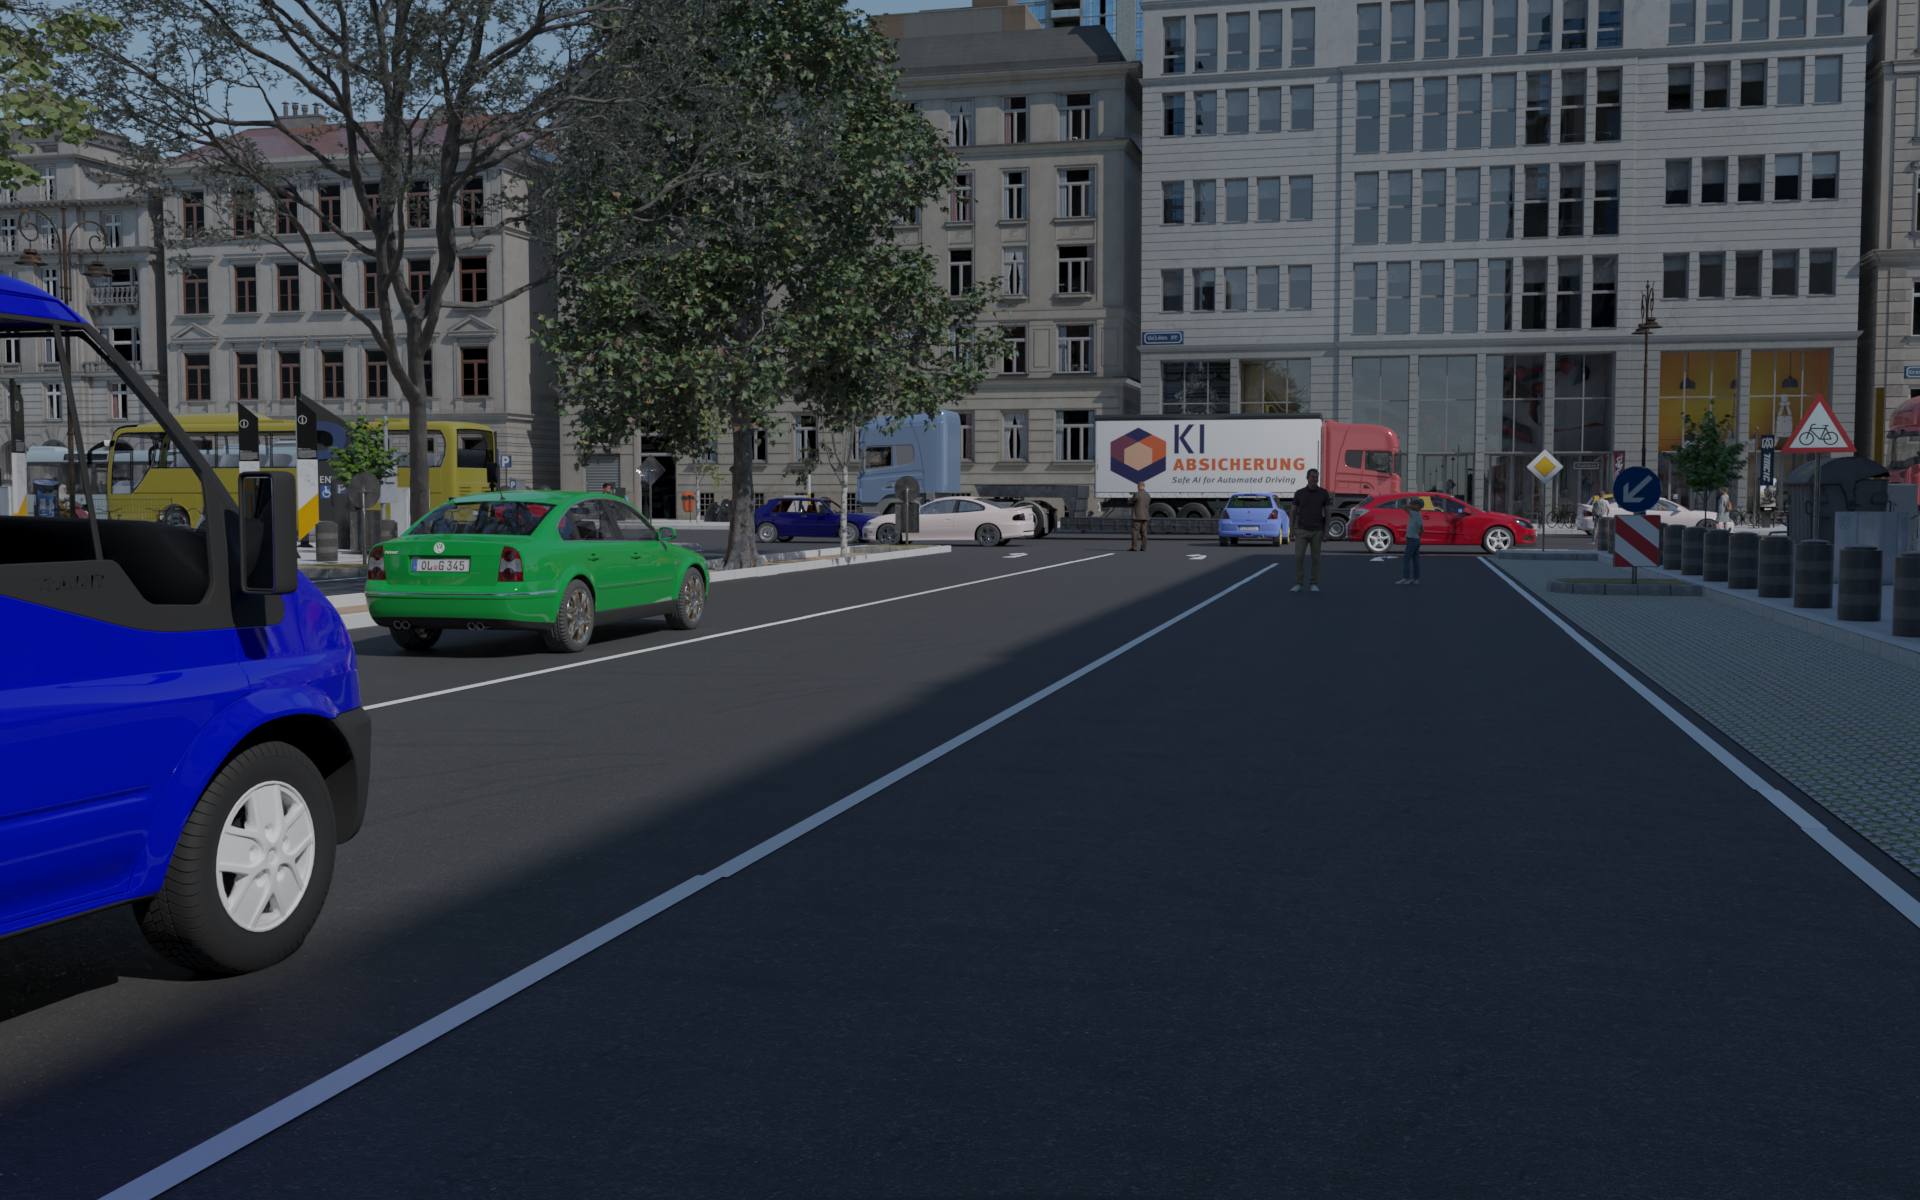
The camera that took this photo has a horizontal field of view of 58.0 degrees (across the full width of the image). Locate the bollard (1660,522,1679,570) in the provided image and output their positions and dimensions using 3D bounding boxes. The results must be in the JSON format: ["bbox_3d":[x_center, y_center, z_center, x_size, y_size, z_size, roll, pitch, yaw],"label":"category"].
[{"bbox_3d":[12.156,-0.898,29.396,0.404,0.777,0.398,0,3,0],"label":"bollard"}]

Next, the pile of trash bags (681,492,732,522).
[{"bbox_3d":[-11.149,-4.262,79.442,3.447,1.369,1.912,-2,4,-31],"label":"pile of trash bags"}]

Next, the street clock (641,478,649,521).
[{"bbox_3d":[-13.642,-4.321,75.217,0.358,2.002,0.471,-3,5,-41],"label":"street clock"}]

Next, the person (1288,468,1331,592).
[{"bbox_3d":[5.117,-1.025,25.392,0.598,1.807,0.434,2,4,23],"label":"person"}]

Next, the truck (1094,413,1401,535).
[{"bbox_3d":[10.476,-4.425,61.260,11.283,4.237,2.839,1,4,13],"label":"truck"}]

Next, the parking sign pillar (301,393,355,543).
[{"bbox_3d":[-16.896,-3.536,46.286,1.447,3.967,1.447,-1,4,-11],"label":"parking sign pillar"}]

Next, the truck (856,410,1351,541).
[{"bbox_3d":[5.336,-3.980,54.833,18.799,4.110,2.967,1,4,13],"label":"truck"}]

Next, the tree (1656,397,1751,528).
[{"bbox_3d":[15.061,-2.458,34.786,1.663,3.219,1.824,0,3,0],"label":"tree"}]

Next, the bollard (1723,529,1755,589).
[{"bbox_3d":[10.648,-0.537,23.499,0.404,0.777,0.398,0,3,0],"label":"bollard"}]

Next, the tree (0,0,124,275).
[{"bbox_3d":[-9.214,-5.543,11.219,7.486,12.596,7.792,0,3,0],"label":"tree"}]

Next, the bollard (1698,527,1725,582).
[{"bbox_3d":[11.151,-0.657,25.467,0.404,0.777,0.398,0,3,0],"label":"bollard"}]

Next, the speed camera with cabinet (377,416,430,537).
[{"bbox_3d":[-14.529,-3.080,44.686,0.660,3.252,2.038,1,4,18],"label":"speed camera with cabinet"}]

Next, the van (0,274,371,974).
[{"bbox_3d":[-3.432,0.040,3.732,2.240,2.365,5.245,1,4,15],"label":"van"}]

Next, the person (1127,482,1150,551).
[{"bbox_3d":[4.462,-2.099,43.505,0.600,1.739,0.565,2,4,28],"label":"person"}]

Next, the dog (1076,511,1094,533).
[{"bbox_3d":[4.612,-2.920,64.585,0.800,0.831,0.513,0,4,3],"label":"dog"}]

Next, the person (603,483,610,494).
[{"bbox_3d":[-9.765,-2.365,47.872,0.504,1.737,0.576,3,4,38],"label":"person"}]

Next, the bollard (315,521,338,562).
[{"bbox_3d":[-12.090,-1.122,33.057,0.404,0.777,0.398,0,3,0],"label":"bollard"}]

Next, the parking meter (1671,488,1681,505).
[{"bbox_3d":[27.725,-3.591,67.129,0.372,1.533,0.369,0,3,0],"label":"parking meter"}]

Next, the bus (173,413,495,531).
[{"bbox_3d":[-20.361,-3.752,52.895,12.252,3.916,2.896,1,4,13],"label":"bus"}]

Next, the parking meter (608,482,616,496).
[{"bbox_3d":[-16.294,-4.609,81.066,0.255,1.863,0.399,1,4,12],"label":"parking meter"}]

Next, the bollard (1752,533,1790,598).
[{"bbox_3d":[10.149,-0.417,21.532,0.404,0.777,0.398,0,3,0],"label":"bollard"}]

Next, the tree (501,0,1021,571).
[{"bbox_3d":[-4.008,-6.875,31.877,9.611,12.733,9.660,0,3,0],"label":"tree"}]

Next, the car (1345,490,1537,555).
[{"bbox_3d":[11.627,-2.012,41.942,4.494,1.783,2.155,1,4,13],"label":"car"}]

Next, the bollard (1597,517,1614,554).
[{"bbox_3d":[14.664,-1.500,39.242,0.404,0.777,0.398,0,3,0],"label":"bollard"}]

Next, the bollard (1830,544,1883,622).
[{"bbox_3d":[9.141,-0.176,17.588,0.404,0.777,0.398,0,3,0],"label":"bollard"}]

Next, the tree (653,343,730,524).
[{"bbox_3d":[-11.269,-7.541,73.653,4.737,8.622,4.395,0,3,0],"label":"tree"}]

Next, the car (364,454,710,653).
[{"bbox_3d":[-3.973,-0.509,17.126,1.959,1.807,4.718,1,4,14],"label":"car"}]

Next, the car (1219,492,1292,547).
[{"bbox_3d":[8.262,-2.373,48.384,1.945,1.707,3.694,1,4,16],"label":"car"}]

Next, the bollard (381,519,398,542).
[{"bbox_3d":[-11.582,-1.243,35.041,0.404,0.777,0.398,0,3,0],"label":"bollard"}]

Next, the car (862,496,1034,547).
[{"bbox_3d":[-0.336,-2.186,48.099,4.827,1.381,2.083,1,4,13],"label":"car"}]

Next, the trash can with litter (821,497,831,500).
[{"bbox_3d":[-5.570,-3.646,70.994,0.624,1.170,1.055,0,4,0],"label":"trash can with litter"}]

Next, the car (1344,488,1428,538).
[{"bbox_3d":[13.963,-2.864,57.049,3.980,1.641,2.015,1,4,14],"label":"car"}]

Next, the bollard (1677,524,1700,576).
[{"bbox_3d":[11.649,-0.778,27.431,0.404,0.777,0.398,0,3,0],"label":"bollard"}]

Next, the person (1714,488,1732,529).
[{"bbox_3d":[23.697,-2.709,53.789,0.522,1.701,0.512,3,5,43],"label":"person"}]

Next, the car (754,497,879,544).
[{"bbox_3d":[-4.180,-2.354,51.073,3.894,1.354,1.945,1,4,14],"label":"car"}]

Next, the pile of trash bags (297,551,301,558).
[{"bbox_3d":[-13.983,-1.497,34.222,1.912,1.369,3.447,0,4,-8],"label":"pile of trash bags"}]

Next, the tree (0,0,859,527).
[{"bbox_3d":[-6.685,-6.613,20.952,12.009,13.543,11.850,0,3,0],"label":"tree"}]

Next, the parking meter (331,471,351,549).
[{"bbox_3d":[-14.371,-2.108,40.177,0.399,1.863,0.255,-2,4,-26],"label":"parking meter"}]

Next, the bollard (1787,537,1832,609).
[{"bbox_3d":[9.646,-0.297,19.566,0.404,0.777,0.398,0,3,0],"label":"bollard"}]

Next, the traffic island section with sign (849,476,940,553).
[{"bbox_3d":[-1.470,-2.104,42.534,2.006,1.907,1.989,1,4,14],"label":"traffic island section with sign"}]

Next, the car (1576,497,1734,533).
[{"bbox_3d":[22.656,-2.701,56.530,4.827,1.381,2.083,1,4,13],"label":"car"}]

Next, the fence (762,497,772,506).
[{"bbox_3d":[-8.344,-4.051,77.441,2.264,1.192,0.480,0,3,0],"label":"fence"}]

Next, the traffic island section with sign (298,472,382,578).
[{"bbox_3d":[-10.876,-1.348,30.662,1.989,1.847,2.006,1,4,14],"label":"traffic island section with sign"}]

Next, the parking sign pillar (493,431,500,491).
[{"bbox_3d":[-20.401,-5.246,74.244,1.447,3.967,1.447,1,4,10],"label":"parking sign pillar"}]

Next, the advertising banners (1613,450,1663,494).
[{"bbox_3d":[26.923,-4.447,68.898,0.090,3.025,2.074,-3,5,-43],"label":"advertising banners"}]

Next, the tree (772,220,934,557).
[{"bbox_3d":[-2.581,-5.277,39.093,4.360,8.622,3.978,0,3,0],"label":"tree"}]

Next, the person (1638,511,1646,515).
[{"bbox_3d":[20.140,-2.483,50.975,0.647,1.594,0.662,3,4,36],"label":"person"}]

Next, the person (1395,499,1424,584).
[{"bbox_3d":[7.168,-0.928,27.587,0.340,1.345,0.435,2,4,32],"label":"person"}]

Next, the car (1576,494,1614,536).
[{"bbox_3d":[23.351,-3.027,59.718,3.980,1.641,2.015,1,4,15],"label":"car"}]

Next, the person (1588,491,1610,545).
[{"bbox_3d":[18.026,-2.311,48.872,0.503,1.515,0.523,-1,4,-11],"label":"person"}]

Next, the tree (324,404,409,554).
[{"bbox_3d":[-12.898,-2.611,37.296,1.663,3.219,1.824,0,3,0],"label":"tree"}]

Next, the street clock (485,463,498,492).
[{"bbox_3d":[-10.730,-2.153,39.769,0.358,2.002,0.471,-1,4,-13],"label":"street clock"}]

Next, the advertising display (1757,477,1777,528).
[{"bbox_3d":[30.646,-3.705,65.785,0.974,1.923,0.123,-2,4,-28],"label":"advertising display"}]

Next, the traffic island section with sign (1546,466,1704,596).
[{"bbox_3d":[9.646,-1.017,25.252,1.989,1.847,2.006,1,4,14],"label":"traffic island section with sign"}]

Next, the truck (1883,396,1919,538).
[{"bbox_3d":[27.029,-3.128,40.061,11.283,4.237,2.839,1,4,13],"label":"truck"}]

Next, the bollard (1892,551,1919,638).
[{"bbox_3d":[8.644,-0.055,15.623,0.404,0.777,0.398,0,3,0],"label":"bollard"}]
